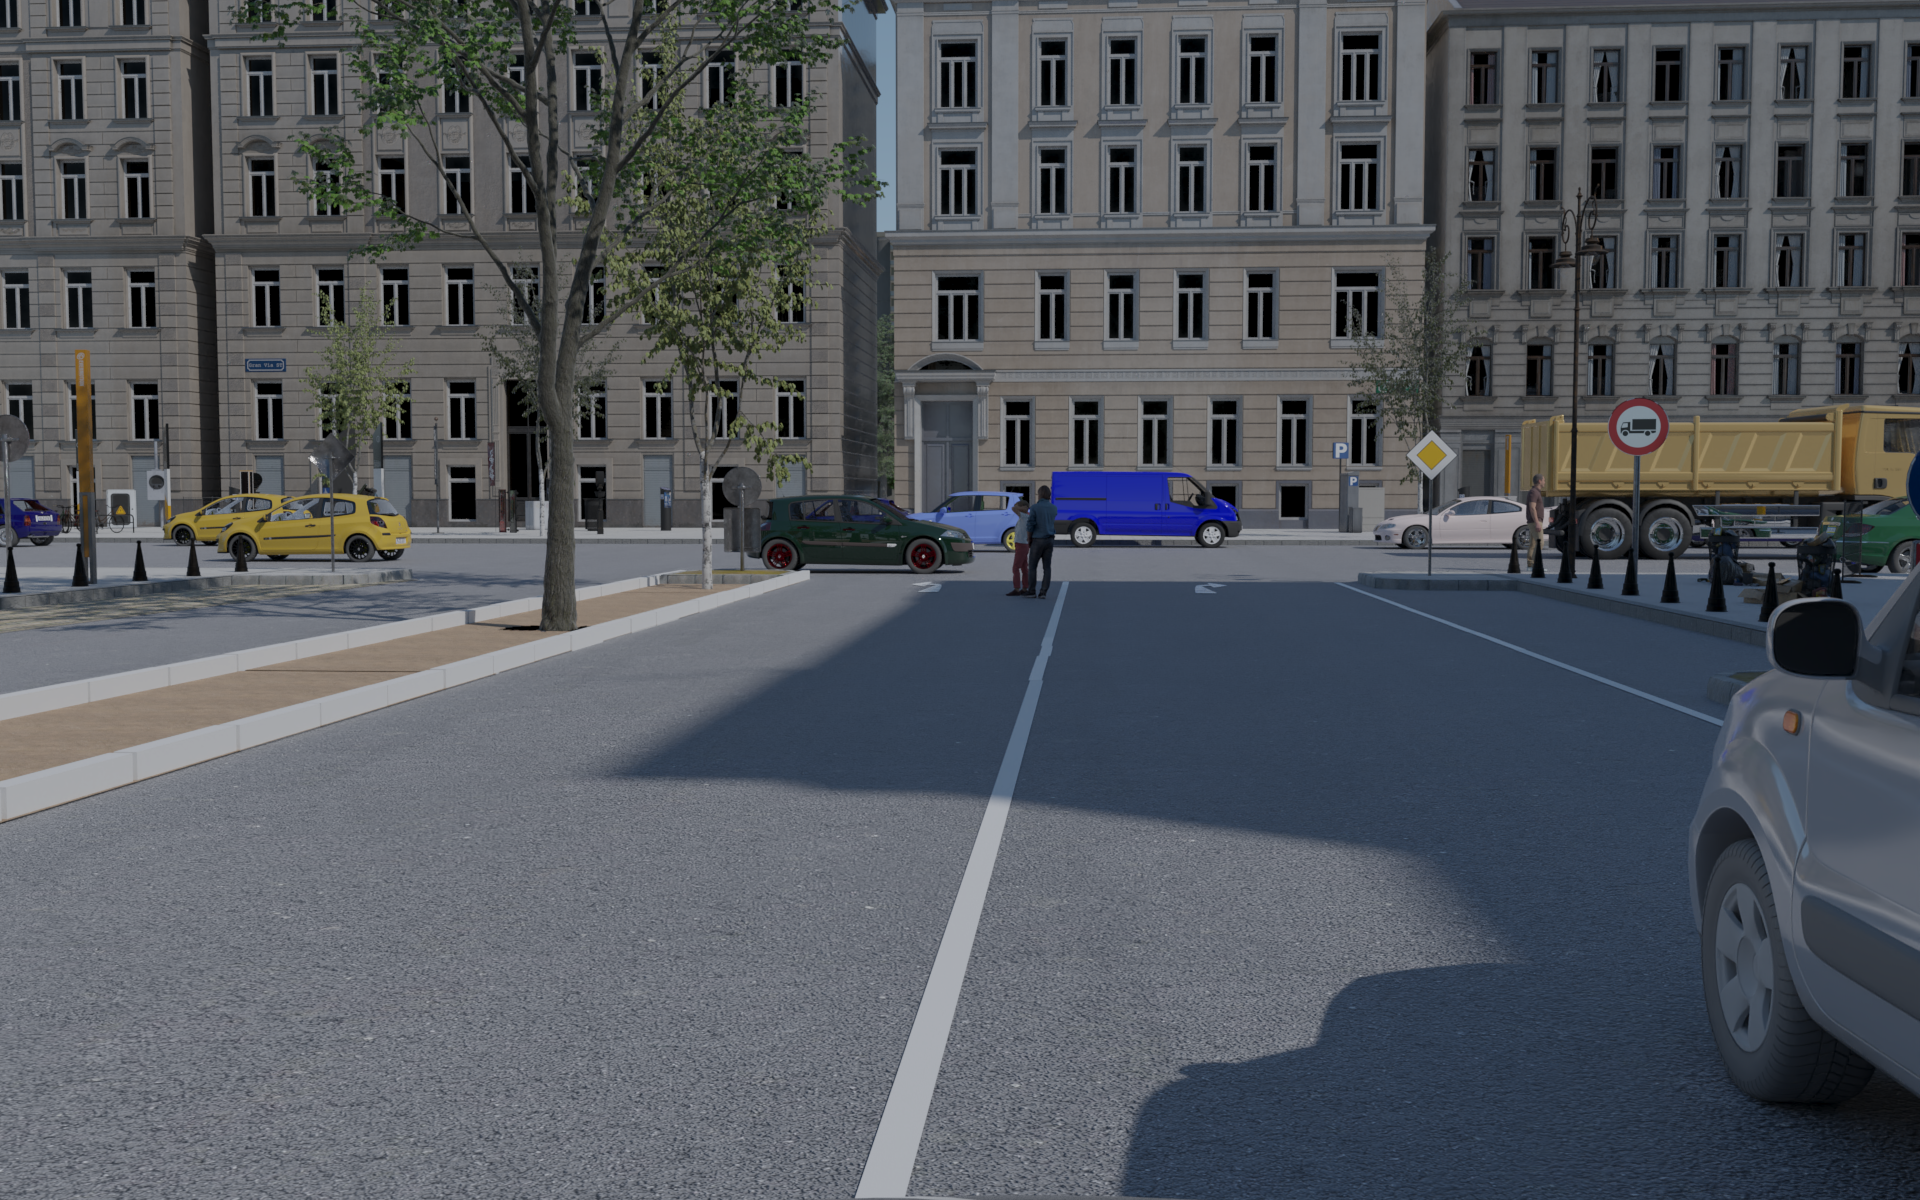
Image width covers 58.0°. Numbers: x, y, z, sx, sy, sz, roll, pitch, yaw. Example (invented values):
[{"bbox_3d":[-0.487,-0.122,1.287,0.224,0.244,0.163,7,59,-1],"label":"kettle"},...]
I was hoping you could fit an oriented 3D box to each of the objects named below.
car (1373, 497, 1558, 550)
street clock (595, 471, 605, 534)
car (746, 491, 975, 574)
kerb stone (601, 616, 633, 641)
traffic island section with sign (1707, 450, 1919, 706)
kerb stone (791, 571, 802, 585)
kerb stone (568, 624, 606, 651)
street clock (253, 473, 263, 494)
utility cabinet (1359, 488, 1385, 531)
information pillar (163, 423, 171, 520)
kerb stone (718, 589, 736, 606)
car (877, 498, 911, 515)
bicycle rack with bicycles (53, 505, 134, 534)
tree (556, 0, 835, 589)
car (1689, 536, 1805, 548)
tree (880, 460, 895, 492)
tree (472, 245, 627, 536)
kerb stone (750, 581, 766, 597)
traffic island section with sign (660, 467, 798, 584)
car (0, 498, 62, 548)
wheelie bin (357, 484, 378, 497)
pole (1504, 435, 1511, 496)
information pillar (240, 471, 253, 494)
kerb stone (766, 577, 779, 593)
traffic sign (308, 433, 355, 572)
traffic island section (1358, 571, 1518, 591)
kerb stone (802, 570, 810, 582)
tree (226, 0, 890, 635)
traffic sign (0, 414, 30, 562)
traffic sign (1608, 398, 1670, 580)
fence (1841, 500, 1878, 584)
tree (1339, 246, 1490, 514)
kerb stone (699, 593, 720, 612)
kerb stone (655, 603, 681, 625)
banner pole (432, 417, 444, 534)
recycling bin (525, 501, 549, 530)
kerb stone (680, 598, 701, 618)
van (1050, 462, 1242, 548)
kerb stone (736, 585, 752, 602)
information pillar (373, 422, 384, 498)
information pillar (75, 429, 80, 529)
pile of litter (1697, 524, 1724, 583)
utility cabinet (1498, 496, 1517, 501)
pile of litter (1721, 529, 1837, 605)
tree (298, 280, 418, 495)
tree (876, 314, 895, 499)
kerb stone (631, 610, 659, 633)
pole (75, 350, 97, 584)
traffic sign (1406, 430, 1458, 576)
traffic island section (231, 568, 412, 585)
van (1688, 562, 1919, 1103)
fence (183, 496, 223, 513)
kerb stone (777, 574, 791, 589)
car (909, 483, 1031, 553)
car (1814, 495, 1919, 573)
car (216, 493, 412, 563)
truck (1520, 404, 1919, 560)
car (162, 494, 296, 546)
[{"bbox_3d":[13.297,-2.021,45.401,4.827,1.381,2.083,0,4,4],"label":"car"},{"bbox_3d":[-11.461,-3.093,55.148,0.358,2.002,0.471,-1,4,-19],"label":"street clock"},{"bbox_3d":[-1.821,-1.345,31.780,4.222,1.686,2.009,0,4,3],"label":"car"},{"bbox_3d":[-3.485,0.299,17.304,0.120,0.150,1.000,0,4,4],"label":"kerb stone"},{"bbox_3d":[6.194,-0.181,11.583,1.989,1.847,2.006,0,4,4],"label":"traffic island section with sign"},{"bbox_3d":[-2.694,-0.326,27.549,0.120,0.150,1.000,0,4,4],"label":"kerb stone"},{"bbox_3d":[-3.555,0.362,16.282,0.120,0.150,1.000,0,4,4],"label":"kerb stone"},{"bbox_3d":[-23.881,-3.309,58.667,0.471,2.002,0.358,-2,4,-35],"label":"street clock"},{"bbox_3d":[13.812,-3.072,58.900,1.173,1.500,0.318,0,4,6],"label":"utility cabinet"},{"bbox_3d":[-26.272,-4.039,57.388,0.183,3.616,0.504,-3,4,-36],"label":"information pillar"},{"bbox_3d":[-3.090,-0.014,22.423,0.120,0.150,1.000,0,4,4],"label":"kerb stone"},{"bbox_3d":[-3.154,-2.012,45.477,3.894,1.354,1.945,0,4,5],"label":"car"},{"bbox_3d":[-28.516,-2.632,56.412,2.852,0.926,2.925,1,4,13],"label":"bicycle rack with bicycles"},{"bbox_3d":[-3.767,-4.443,25.462,4.737,8.622,4.395,0,3,0],"label":"tree"},{"bbox_3d":[21.076,-2.046,46.038,3.894,1.354,1.945,0,4,3],"label":"car"},{"bbox_3d":[-4.777,-9.517,139.310,4.285,4.588,4.351,0,3,0],"label":"tree"},{"bbox_3d":[-12.405,-6.228,52.188,4.360,8.622,3.978,0,3,0],"label":"tree"},{"bbox_3d":[-2.929,-0.139,24.466,0.120,0.150,1.000,0,4,4],"label":"kerb stone"},{"bbox_3d":[-3.683,-1.231,28.271,2.006,1.907,1.989,0,4,4],"label":"traffic island section with sign"},{"bbox_3d":[-26.784,-2.125,47.324,3.894,1.354,1.945,0,4,6],"label":"car"},{"bbox_3d":[-18.086,-2.742,52.738,0.693,1.594,0.980,-1,4,-15],"label":"wheelie bin"},{"bbox_3d":[18.846,-4.023,59.618,0.158,3.312,0.155,0,3,0],"label":"pole"},{"bbox_3d":[-22.310,-3.040,54.197,0.304,2.012,0.304,0,4,0],"label":"information pillar"},{"bbox_3d":[-2.852,-0.198,25.502,0.120,0.150,1.000,0,4,4],"label":"kerb stone"},{"bbox_3d":[-10.328,-1.519,28.483,0.795,2.450,0.064,0,4,4],"label":"traffic sign"},{"bbox_3d":[7.387,-0.300,27.183,2.009,0.180,2.903,0,4,4],"label":"traffic island section"},{"bbox_3d":[-2.620,-0.390,28.575,0.120,0.150,1.000,0,4,4],"label":"kerb stone"},{"bbox_3d":[-4.099,-5.470,17.654,9.928,11.665,9.643,0,3,0],"label":"tree"},{"bbox_3d":[-15.244,-1.688,27.704,0.768,2.556,0.104,0,4,6],"label":"traffic sign"},{"bbox_3d":[8.970,-1.398,22.967,0.768,2.556,0.104,1,4,14],"label":"traffic sign"},{"bbox_3d":[13.303,-0.893,25.809,0.480,1.192,2.264,2,4,33],"label":"fence"},{"bbox_3d":[13.320,-6.146,50.849,4.360,8.622,3.978,0,3,0],"label":"tree"},{"bbox_3d":[-3.167,0.049,21.399,0.120,0.150,1.000,0,4,4],"label":"kerb stone"},{"bbox_3d":[-3.322,0.174,19.355,0.120,0.150,1.000,0,4,4],"label":"kerb stone"},{"bbox_3d":[-16.974,-4.043,56.115,0.401,3.779,0.863,-1,4,-9],"label":"banner pole"},{"bbox_3d":[-15.090,-3.026,62.033,0.722,1.027,0.722,-3,4,-39],"label":"recycling bin"},{"bbox_3d":[-3.250,0.114,20.378,0.120,0.150,1.000,0,4,4],"label":"kerb stone"},{"bbox_3d":[4.966,-2.592,46.761,5.245,2.365,2.240,0,4,4],"label":"van"},{"bbox_3d":[-3.013,-0.070,23.446,0.120,0.150,1.000,0,4,4],"label":"kerb stone"},{"bbox_3d":[-18.926,-3.979,56.406,0.504,3.616,0.183,3,5,41],"label":"information pillar"},{"bbox_3d":[-31.786,-4.368,62.769,0.504,3.616,0.183,1,4,10],"label":"information pillar"},{"bbox_3d":[11.198,-0.665,24.830,1.176,0.858,1.719,2,4,27],"label":"pile of litter"},{"bbox_3d":[16.542,-2.537,52.634,0.306,1.237,1.020,0,4,-7],"label":"utility cabinet"},{"bbox_3d":[9.658,-0.373,20.072,1.176,0.858,1.719,2,4,35],"label":"pile of litter"},{"bbox_3d":[-21.108,-6.730,60.403,4.737,8.622,4.395,0,3,0],"label":"tree"},{"bbox_3d":[-5.374,-13.024,119.599,9.857,13.997,8.962,0,3,0],"label":"tree"},{"bbox_3d":[-3.401,0.236,18.332,0.120,0.150,1.000,0,4,4],"label":"kerb stone"},{"bbox_3d":[-12.403,-1.880,24.577,0.158,3.312,0.155,0,3,0],"label":"pole"},{"bbox_3d":[7.363,-1.435,27.108,0.795,2.450,0.064,0,4,4],"label":"traffic sign"},{"bbox_3d":[-10.352,-0.383,28.546,2.009,0.180,2.903,0,4,4],"label":"traffic island section"},{"bbox_3d":[2.544,0.260,2.756,2.013,2.044,4.112,0,4,6],"label":"van"},{"bbox_3d":[-26.685,-3.106,61.985,2.264,1.192,0.480,-3,5,-42],"label":"fence"},{"bbox_3d":[-2.774,-0.265,26.528,0.120,0.150,1.000,0,4,4],"label":"kerb stone"},{"bbox_3d":[0.107,-2.048,43.076,3.694,1.707,1.945,0,4,2],"label":"car"},{"bbox_3d":[17.427,-1.110,29.943,4.920,1.459,2.131,0,4,3],"label":"car"},{"bbox_3d":[-13.874,-1.646,37.142,3.980,1.641,2.015,0,4,6],"label":"car"},{"bbox_3d":[17.745,-2.608,38.565,9.791,3.379,3.469,0,4,4],"label":"truck"},{"bbox_3d":[-20.045,-2.318,48.115,3.980,1.641,2.015,0,4,3],"label":"car"}]
